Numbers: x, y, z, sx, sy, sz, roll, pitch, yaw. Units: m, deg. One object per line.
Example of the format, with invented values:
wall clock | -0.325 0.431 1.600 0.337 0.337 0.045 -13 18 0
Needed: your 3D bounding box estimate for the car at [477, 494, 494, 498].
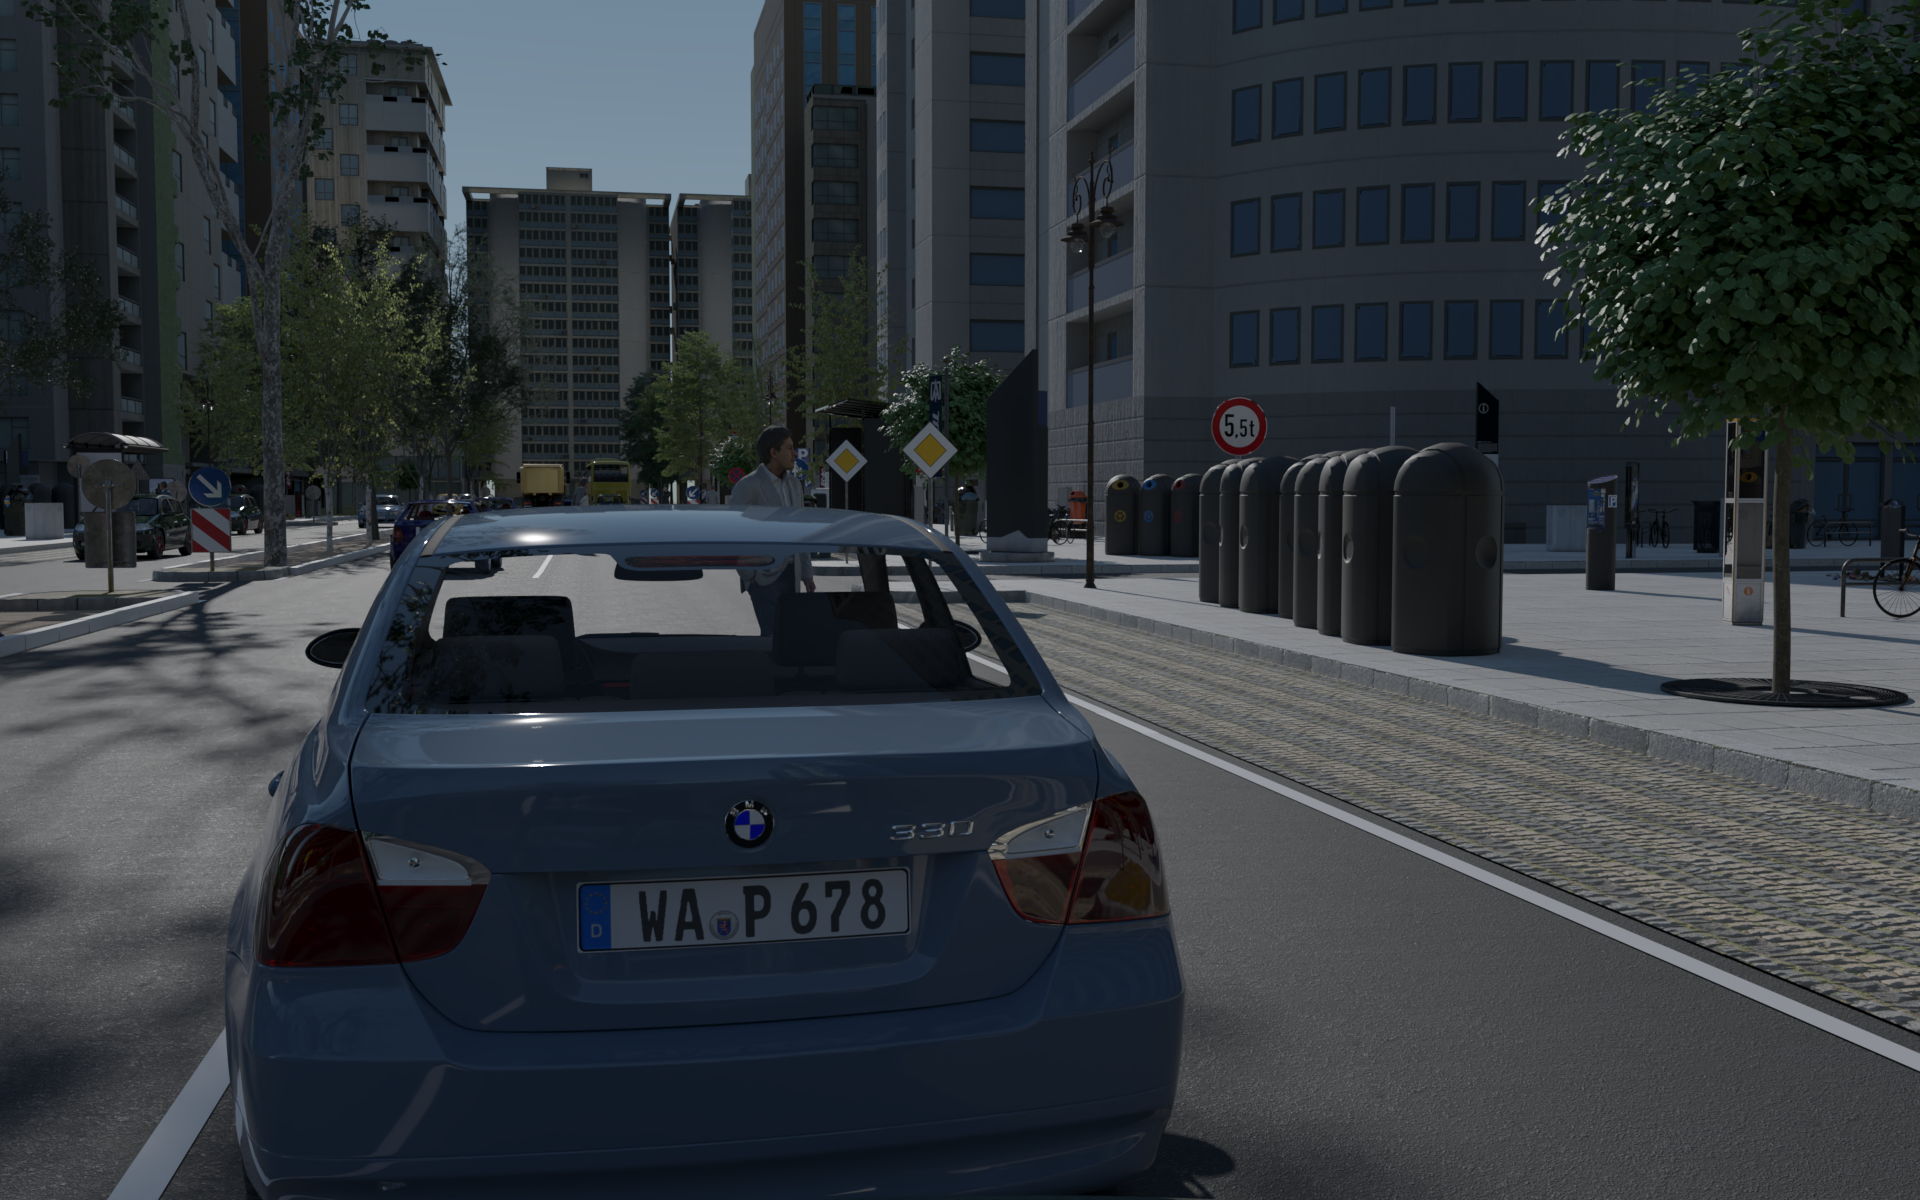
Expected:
car | -44.659 -9.260 163.192 2.131 1.459 4.920 -1 4 -12

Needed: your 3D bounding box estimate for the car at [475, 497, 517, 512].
car | -14.763 -2.591 54.943 1.945 1.354 3.894 -1 4 -14

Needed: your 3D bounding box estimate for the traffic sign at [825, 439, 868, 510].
traffic sign | -2.085 -1.724 31.829 0.795 2.450 0.064 -1 4 -12

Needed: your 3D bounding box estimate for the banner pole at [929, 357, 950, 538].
banner pole | -0.364 -2.561 31.894 0.401 3.779 0.863 -2 4 -31

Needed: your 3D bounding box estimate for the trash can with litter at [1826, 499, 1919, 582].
trash can with litter | 13.851 -0.909 25.924 1.678 1.210 2.233 0 4 -1

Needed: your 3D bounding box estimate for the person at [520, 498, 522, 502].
person | -30.020 -6.846 120.561 1.348 1.807 0.705 1 4 12

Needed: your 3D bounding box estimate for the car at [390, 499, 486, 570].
car | -9.535 -1.206 32.304 1.945 1.354 3.894 -1 4 -10

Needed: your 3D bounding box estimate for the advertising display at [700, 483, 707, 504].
advertising display | -15.365 -6.020 103.643 0.123 1.923 0.974 1 4 10

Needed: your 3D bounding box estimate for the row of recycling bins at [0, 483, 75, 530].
row of recycling bins | -33.904 -3.408 62.841 3.534 1.692 1.069 -3 5 -44

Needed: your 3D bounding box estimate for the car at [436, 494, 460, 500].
car | -32.630 -6.122 110.325 2.015 1.641 3.980 -1 4 -12

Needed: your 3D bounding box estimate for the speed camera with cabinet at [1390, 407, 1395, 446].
speed camera with cabinet | 10.493 -2.740 39.142 2.038 3.252 0.660 2 4 31

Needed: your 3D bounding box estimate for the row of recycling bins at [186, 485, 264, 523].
row of recycling bins | -32.714 -4.301 77.436 3.534 1.692 1.069 -3 5 -39

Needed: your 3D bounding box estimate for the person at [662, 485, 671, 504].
person | -14.772 -4.820 86.670 0.648 1.900 0.474 3 4 38

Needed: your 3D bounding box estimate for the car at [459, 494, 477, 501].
car | -39.908 -7.855 140.229 2.131 1.459 4.920 -1 4 -13

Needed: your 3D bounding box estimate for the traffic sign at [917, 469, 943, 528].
traffic sign | -0.711 -2.651 43.342 0.884 2.594 0.081 0 4 -7

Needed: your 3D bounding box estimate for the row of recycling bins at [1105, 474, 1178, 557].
row of recycling bins | 4.405 -1.744 35.635 1.069 1.692 3.534 -3 5 -43

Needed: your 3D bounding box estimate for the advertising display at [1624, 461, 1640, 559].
advertising display | 13.444 -1.801 34.660 0.123 1.923 0.974 2 4 30

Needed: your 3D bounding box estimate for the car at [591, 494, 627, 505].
car | -19.353 -5.248 95.591 2.009 1.686 4.222 -1 4 -13

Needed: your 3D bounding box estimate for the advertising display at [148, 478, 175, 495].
advertising display | -31.536 -3.869 68.469 0.974 1.923 0.123 -1 4 -14

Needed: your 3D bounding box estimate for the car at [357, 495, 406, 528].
car | -24.951 -3.843 74.839 2.014 1.417 4.499 -1 4 -14

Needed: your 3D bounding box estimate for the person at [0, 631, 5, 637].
person | -9.147 -0.202 16.067 0.640 1.303 0.475 1 4 11

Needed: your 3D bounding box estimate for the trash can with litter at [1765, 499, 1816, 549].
trash can with litter | 19.337 -1.776 40.428 1.055 1.170 0.624 -1 4 -12

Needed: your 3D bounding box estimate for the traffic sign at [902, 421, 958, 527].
traffic sign | -0.418 -1.246 24.019 0.795 2.450 0.064 -1 4 -12

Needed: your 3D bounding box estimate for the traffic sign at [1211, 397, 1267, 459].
traffic sign | 3.664 -1.392 22.863 0.768 2.556 0.104 -1 4 -10

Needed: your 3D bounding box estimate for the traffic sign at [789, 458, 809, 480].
traffic sign | -5.798 -3.781 61.931 0.768 2.556 0.104 0 4 -8

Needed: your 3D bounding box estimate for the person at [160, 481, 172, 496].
person | -23.431 -2.591 51.040 0.419 1.800 0.721 -1 4 -16

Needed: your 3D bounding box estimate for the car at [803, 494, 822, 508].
car | -3.987 -1.838 39.840 2.009 1.686 4.222 -1 4 -11

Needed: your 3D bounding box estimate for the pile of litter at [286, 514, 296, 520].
pile of litter | -33.645 -4.429 86.378 1.176 0.858 1.719 0 4 7

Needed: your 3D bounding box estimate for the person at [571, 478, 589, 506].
person | -9.379 -2.099 42.922 0.850 1.850 0.679 0 4 -3

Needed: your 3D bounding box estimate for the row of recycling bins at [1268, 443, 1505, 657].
row of recycling bins | 3.769 -0.503 15.335 1.069 1.692 3.534 0 4 -6

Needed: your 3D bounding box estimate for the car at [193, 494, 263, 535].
car | -25.888 -3.145 61.211 2.009 1.686 4.222 -1 4 -10

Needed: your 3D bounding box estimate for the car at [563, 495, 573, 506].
car | -39.938 -10.057 177.018 1.945 1.354 3.894 -1 4 -11

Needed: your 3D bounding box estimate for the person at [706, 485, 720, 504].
person | -10.503 -3.986 73.764 0.635 1.810 0.391 0 4 4

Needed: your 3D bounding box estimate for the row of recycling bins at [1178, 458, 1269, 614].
row of recycling bins | 3.480 -0.742 19.239 1.069 1.692 3.534 -1 4 -9

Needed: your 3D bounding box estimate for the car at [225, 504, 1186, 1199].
car | -0.803 0.442 4.768 2.014 1.417 4.499 -1 4 -13

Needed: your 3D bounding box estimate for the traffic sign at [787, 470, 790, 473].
traffic sign | -6.310 -3.696 60.538 0.768 2.556 0.104 0 4 -3

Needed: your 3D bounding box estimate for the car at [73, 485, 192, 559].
car | -18.732 -1.807 39.327 2.009 1.686 4.222 -1 4 -10

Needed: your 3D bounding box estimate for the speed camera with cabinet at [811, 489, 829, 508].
speed camera with cabinet | -4.155 -3.940 58.758 2.038 3.252 0.660 3 4 39

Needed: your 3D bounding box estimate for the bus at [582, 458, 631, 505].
bus | -24.124 -7.753 118.306 2.896 3.916 12.252 -1 4 -14

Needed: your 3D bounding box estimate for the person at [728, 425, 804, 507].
person | -1.199 -0.133 10.517 0.795 1.843 0.661 3 5 40

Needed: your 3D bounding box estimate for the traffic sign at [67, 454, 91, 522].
traffic sign | -28.167 -3.382 55.401 0.768 2.556 0.104 0 4 -2

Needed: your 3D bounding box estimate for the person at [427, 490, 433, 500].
person | -39.798 -7.396 130.092 0.621 1.740 0.551 -1 4 -17

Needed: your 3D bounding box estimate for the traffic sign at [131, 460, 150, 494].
traffic sign | -30.910 -3.983 65.124 0.884 2.594 0.081 0 4 -7

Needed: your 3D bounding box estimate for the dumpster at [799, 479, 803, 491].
dumpster | -6.943 -4.324 73.196 1.502 2.255 1.985 -1 4 -12

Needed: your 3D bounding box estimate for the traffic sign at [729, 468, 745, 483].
traffic sign | -10.727 -5.085 83.243 0.768 2.556 0.104 0 4 -4
